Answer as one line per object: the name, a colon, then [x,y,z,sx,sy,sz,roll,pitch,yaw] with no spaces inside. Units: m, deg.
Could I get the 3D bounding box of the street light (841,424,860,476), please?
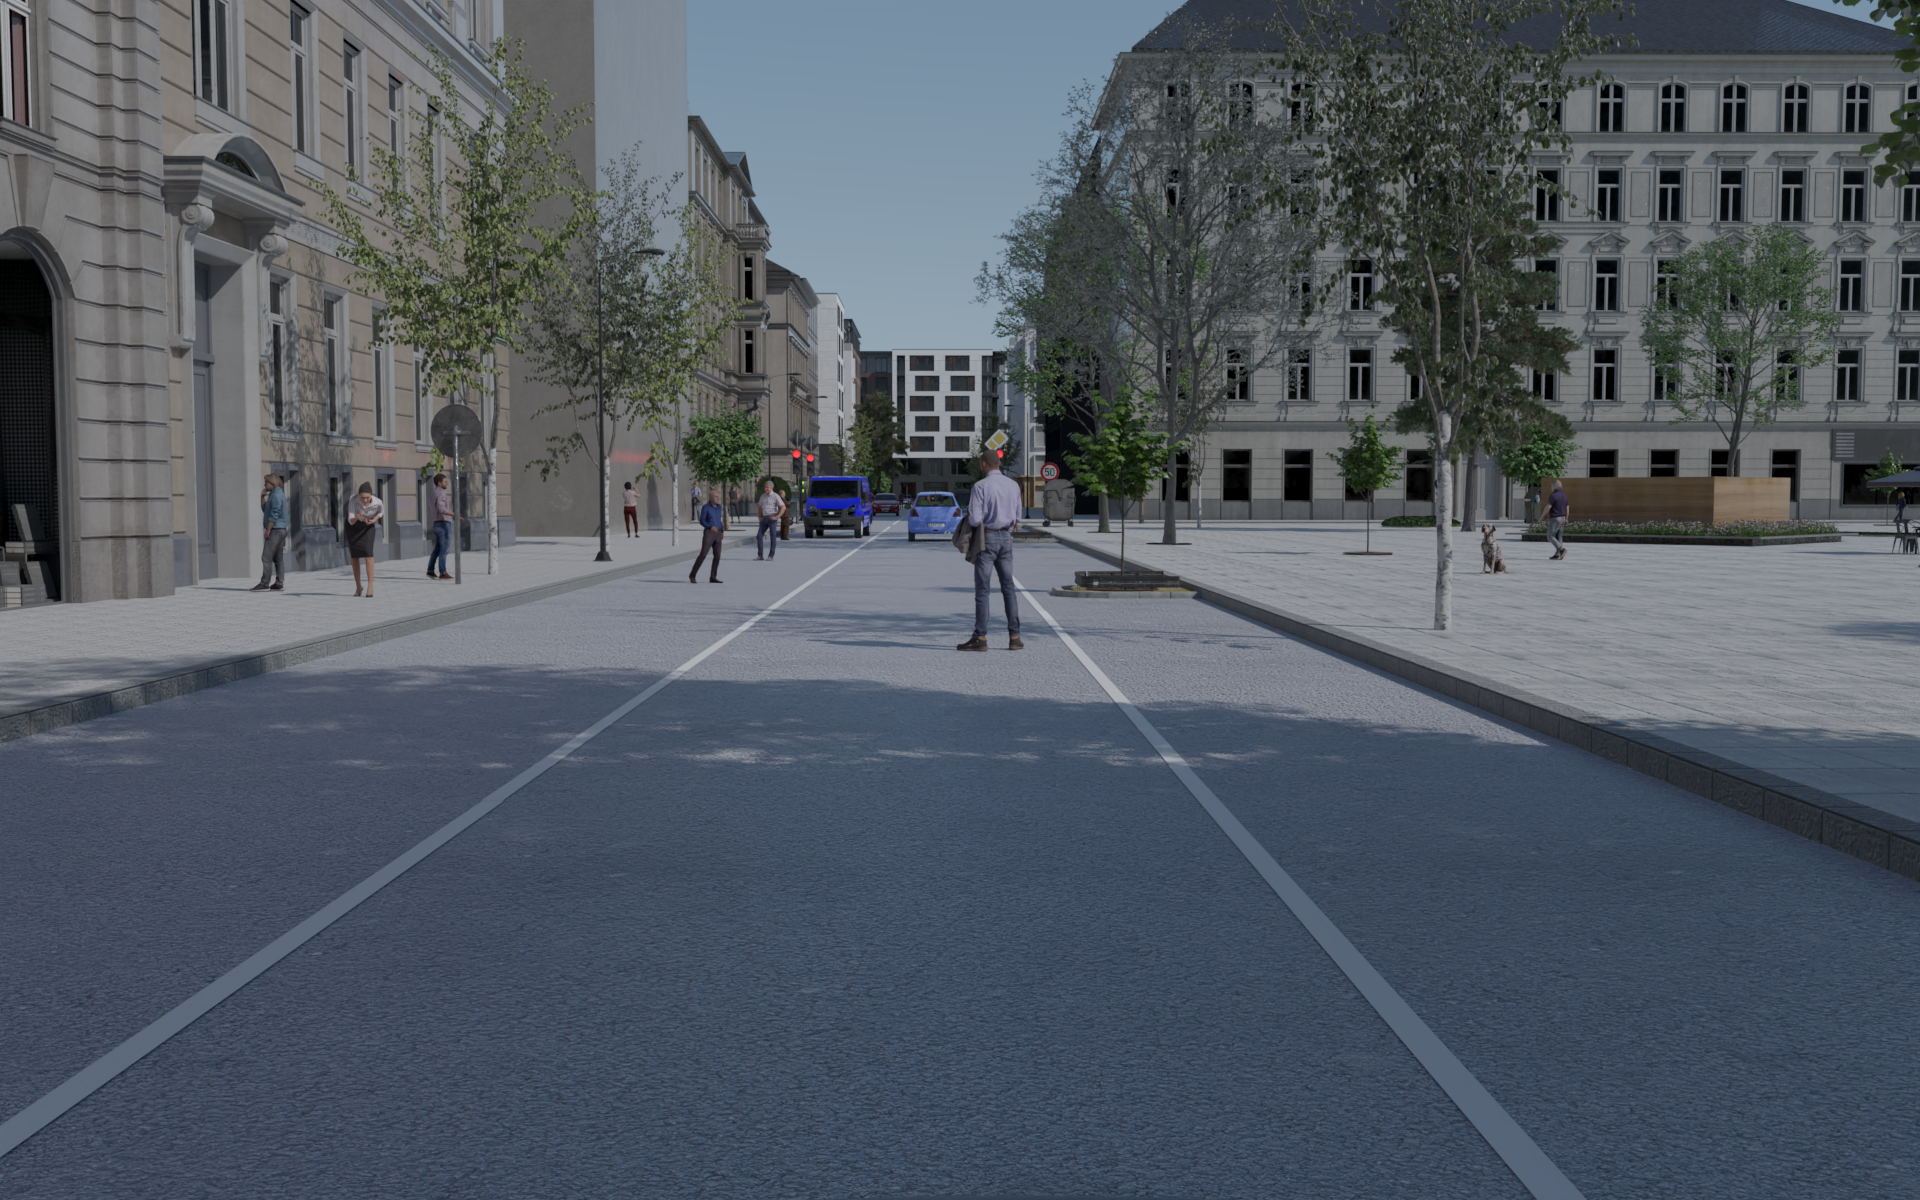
street light: [-7.329,-8.724,115.182,1.470,5.913,1.316,0,4,-1]

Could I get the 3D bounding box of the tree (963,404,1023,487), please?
tree: [3.260,-11.543,139.095,4.737,8.622,4.395,0,3,0]

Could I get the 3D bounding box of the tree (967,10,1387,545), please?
tree: [5.444,-8.141,43.479,12.009,13.543,11.850,0,3,0]

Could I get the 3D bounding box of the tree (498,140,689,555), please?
tree: [-7.557,-5.264,36.433,4.360,8.622,3.978,0,3,0]

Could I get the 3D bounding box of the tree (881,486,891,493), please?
tree: [-9.408,-13.660,217.939,1.663,3.219,1.824,0,3,0]

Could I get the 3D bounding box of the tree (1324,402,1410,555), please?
tree: [8.654,-2.560,36.460,1.663,3.219,1.824,0,3,0]

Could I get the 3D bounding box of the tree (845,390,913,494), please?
tree: [-8.438,-15.789,180.200,6.751,12.117,7.091,0,3,0]

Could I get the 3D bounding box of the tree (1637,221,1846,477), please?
tree: [29.529,-8.567,65.834,9.928,11.665,9.643,0,3,0]

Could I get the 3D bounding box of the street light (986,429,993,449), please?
street light: [2.530,-9.214,123.194,1.470,5.913,1.316,0,4,-1]

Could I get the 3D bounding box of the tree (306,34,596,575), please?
tree: [-7.698,-4.712,27.408,4.737,8.622,4.395,0,3,0]

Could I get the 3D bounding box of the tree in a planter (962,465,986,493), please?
tree in a planter: [1.263,-6.697,106.725,1.991,3.239,1.994,0,4,-1]

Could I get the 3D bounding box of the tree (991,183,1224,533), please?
tree: [4.840,-8.024,56.949,9.928,11.665,9.643,0,3,0]

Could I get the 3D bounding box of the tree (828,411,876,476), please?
tree: [-9.331,-12.441,153.777,4.737,8.622,4.395,0,3,0]

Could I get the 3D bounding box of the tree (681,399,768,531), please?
tree: [-8.168,-4.681,60.256,4.285,4.588,4.351,0,3,0]

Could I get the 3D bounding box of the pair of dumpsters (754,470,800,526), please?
pair of dumpsters: [-7.369,-4.104,69.592,1.574,2.255,4.436,0,4,-1]

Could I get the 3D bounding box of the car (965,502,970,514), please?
car: [1.282,-5.431,101.378,1.945,1.354,3.894,0,4,-1]

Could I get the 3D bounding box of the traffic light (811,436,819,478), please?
traffic light: [-7.015,-5.655,81.696,0.839,4.213,0.868,0,4,-1]

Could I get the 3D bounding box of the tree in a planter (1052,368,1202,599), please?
tree in a planter: [2.325,-1.677,24.640,1.991,3.239,1.994,0,4,-1]

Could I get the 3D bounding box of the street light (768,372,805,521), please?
street light: [-6.739,-5.729,66.211,1.470,5.913,1.316,0,4,-1]

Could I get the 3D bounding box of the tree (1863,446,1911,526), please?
tree: [37.491,-4.625,70.226,1.663,3.219,1.824,0,3,0]

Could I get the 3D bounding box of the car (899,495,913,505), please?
car: [-7.079,-13.175,227.995,1.945,1.354,3.894,0,4,1]

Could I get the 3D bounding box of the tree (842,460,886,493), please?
tree: [-9.274,-10.764,159.702,4.285,4.588,4.351,0,3,0]

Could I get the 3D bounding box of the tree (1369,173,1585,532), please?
tree: [17.449,-8.357,58.688,6.751,12.117,7.091,0,3,0]

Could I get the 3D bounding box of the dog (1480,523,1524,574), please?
dog: [8.707,-0.826,27.884,0.800,0.831,0.513,0,4,-4]

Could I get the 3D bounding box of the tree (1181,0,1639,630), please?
tree: [4.345,-4.017,16.034,4.360,8.622,3.978,0,3,0]

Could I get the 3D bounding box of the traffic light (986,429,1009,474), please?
traffic light: [1.648,-5.174,73.838,0.839,4.213,0.868,0,4,-1]

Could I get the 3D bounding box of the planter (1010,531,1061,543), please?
planter: [1.975,-1.867,51.670,1.991,0.319,1.994,0,4,-1]

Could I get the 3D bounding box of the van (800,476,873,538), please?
van: [-4.048,-3.266,57.791,2.240,2.365,5.245,0,4,1]

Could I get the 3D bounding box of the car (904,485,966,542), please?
car: [-0.767,-2.682,53.436,1.945,1.707,3.694,0,4,-1]

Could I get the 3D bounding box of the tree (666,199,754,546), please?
tree: [-7.279,-5.640,42.573,4.737,8.622,4.395,0,3,0]

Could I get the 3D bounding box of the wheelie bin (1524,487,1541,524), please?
wheelie bin: [24.783,-4.088,74.744,0.693,1.594,0.980,-1,4,-20]

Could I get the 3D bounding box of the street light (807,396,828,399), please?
street light: [-6.940,-6.685,81.836,1.470,5.913,1.316,0,4,-1]

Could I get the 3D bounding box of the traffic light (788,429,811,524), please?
traffic light: [-6.912,-5.166,73.712,0.839,4.213,0.868,0,4,-1]

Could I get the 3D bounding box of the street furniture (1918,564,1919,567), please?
street furniture: [30.585,-1.330,26.773,27.439,1.986,14.083,-1,4,-9]

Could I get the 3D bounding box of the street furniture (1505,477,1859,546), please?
street furniture: [19.049,-2.383,45.812,9.812,1.723,11.010,-3,5,-44]

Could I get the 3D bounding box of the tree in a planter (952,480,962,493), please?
tree in a planter: [-0.080,-13.076,211.020,1.991,3.239,1.994,0,4,-1]

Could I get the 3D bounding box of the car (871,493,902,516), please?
car: [-4.860,-6.374,113.250,2.155,1.783,4.494,0,4,-2]

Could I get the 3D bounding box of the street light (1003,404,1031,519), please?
street light: [2.967,-7.175,89.848,1.470,5.913,1.316,0,4,-1]

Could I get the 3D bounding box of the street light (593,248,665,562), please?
street light: [-6.268,-3.690,32.866,1.470,5.913,1.316,0,4,-1]

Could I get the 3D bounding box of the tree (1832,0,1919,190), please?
tree: [5.819,-5.323,5.157,7.486,12.596,7.792,0,3,0]

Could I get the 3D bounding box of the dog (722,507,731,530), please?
dog: [-8.509,-2.921,62.145,0.513,0.831,0.800,2,4,35]

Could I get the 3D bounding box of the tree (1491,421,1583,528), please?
tree: [21.984,-5.046,66.214,4.285,4.588,4.351,0,3,0]

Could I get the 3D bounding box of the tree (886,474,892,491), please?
tree: [-9.896,-13.905,211.055,4.285,4.588,4.351,0,3,0]

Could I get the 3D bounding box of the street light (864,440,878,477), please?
street light: [-7.686,-10.775,148.706,1.470,5.913,1.316,0,4,-1]
